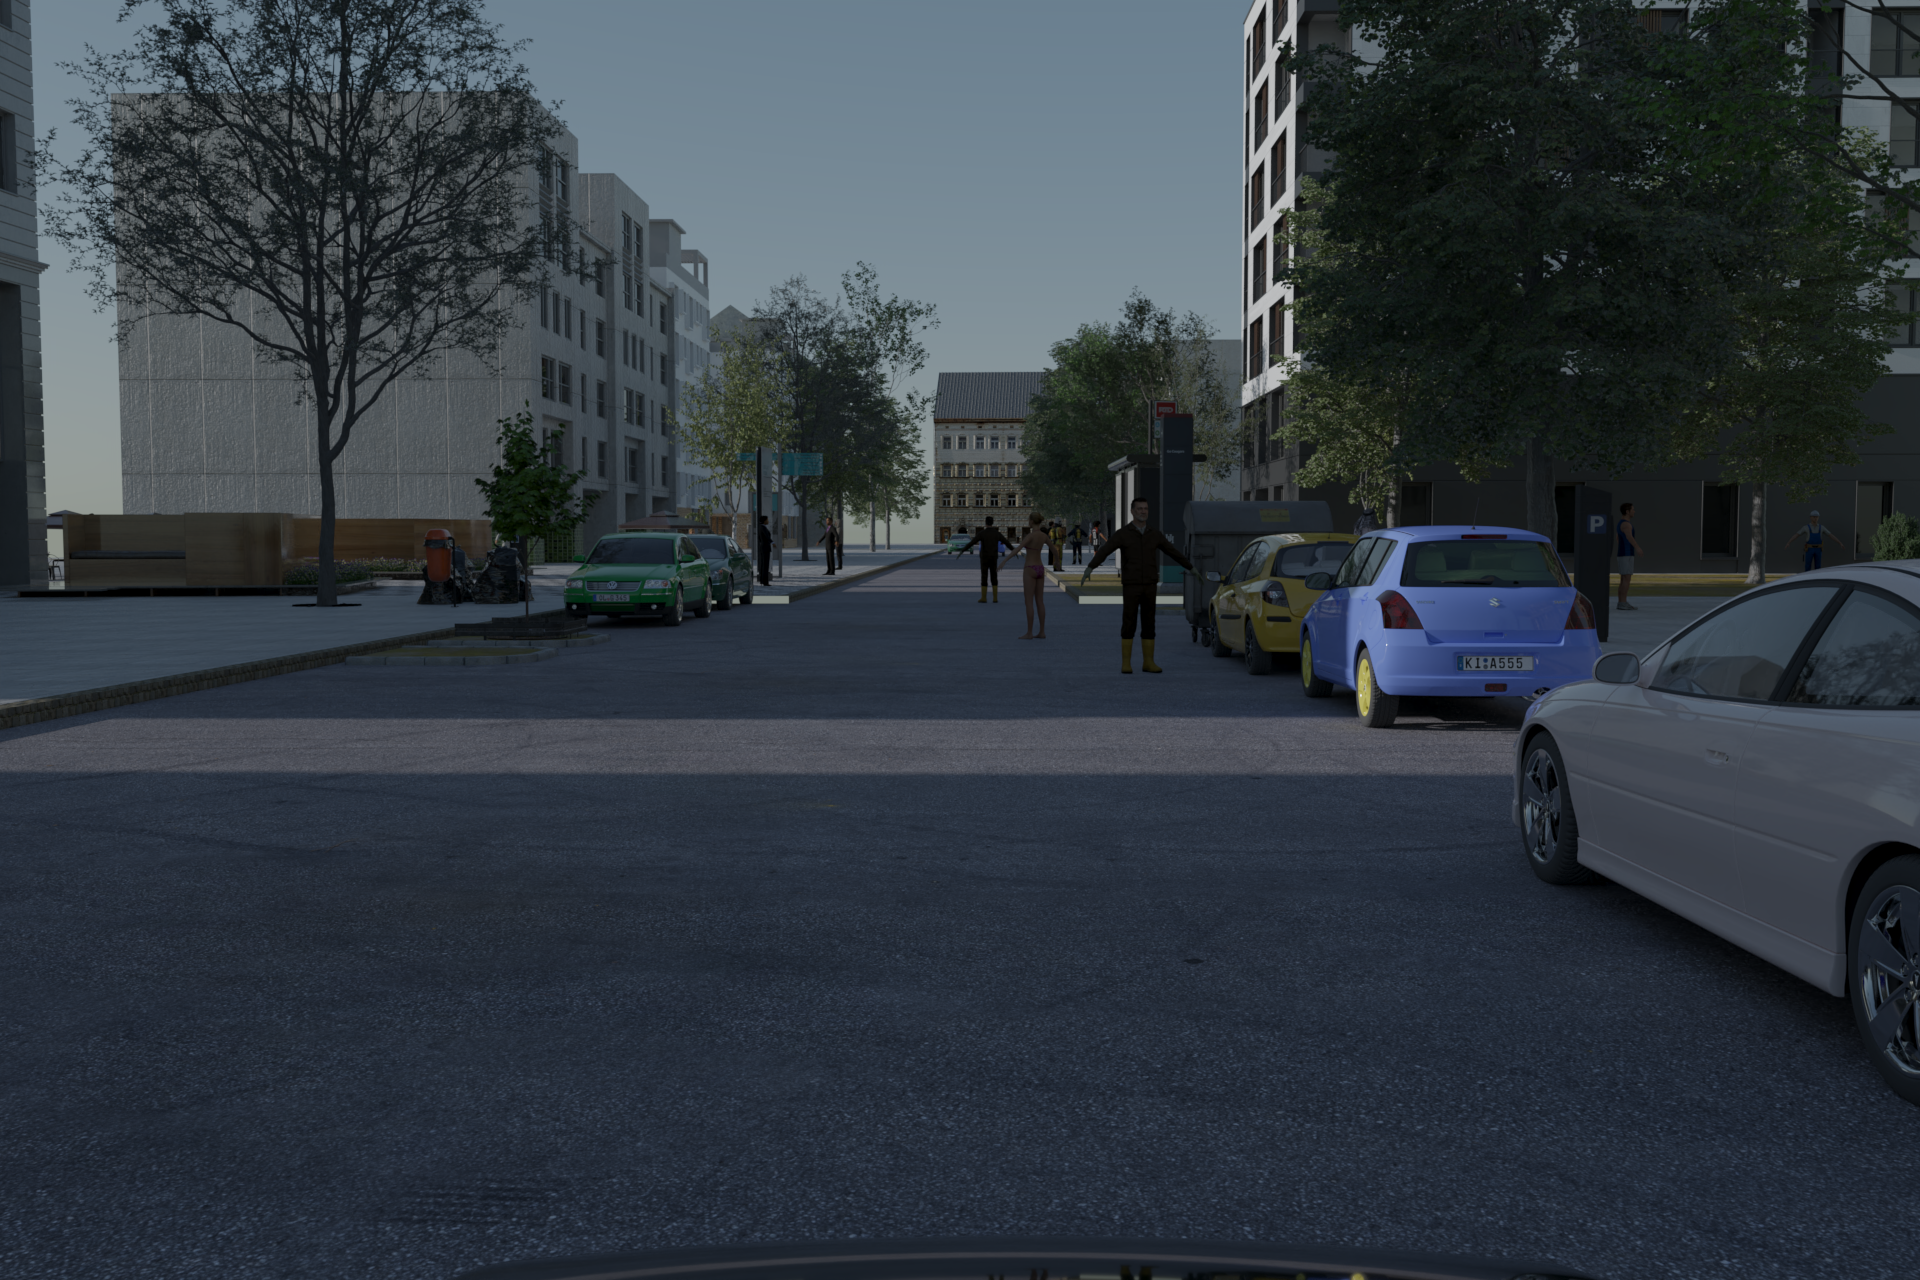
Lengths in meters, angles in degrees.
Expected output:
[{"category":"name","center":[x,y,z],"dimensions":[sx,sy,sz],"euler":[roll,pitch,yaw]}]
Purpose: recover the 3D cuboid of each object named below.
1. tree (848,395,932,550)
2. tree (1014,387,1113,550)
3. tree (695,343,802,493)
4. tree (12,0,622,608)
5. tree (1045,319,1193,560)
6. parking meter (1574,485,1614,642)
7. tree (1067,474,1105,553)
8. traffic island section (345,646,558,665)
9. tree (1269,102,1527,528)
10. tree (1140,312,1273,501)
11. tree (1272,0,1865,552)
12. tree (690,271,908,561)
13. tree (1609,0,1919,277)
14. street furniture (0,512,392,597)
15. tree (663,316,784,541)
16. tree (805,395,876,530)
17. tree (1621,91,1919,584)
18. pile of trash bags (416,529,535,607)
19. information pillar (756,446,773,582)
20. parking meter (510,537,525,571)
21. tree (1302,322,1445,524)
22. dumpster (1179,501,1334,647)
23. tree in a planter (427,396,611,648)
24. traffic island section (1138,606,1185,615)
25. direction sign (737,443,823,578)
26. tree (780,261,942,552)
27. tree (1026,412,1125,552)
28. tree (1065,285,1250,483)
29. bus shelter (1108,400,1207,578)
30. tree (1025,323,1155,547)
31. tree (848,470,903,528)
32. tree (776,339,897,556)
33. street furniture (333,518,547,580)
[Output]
[{"category":"tree","center":[-6.321,-13.697,142.070],"dimensions":[7.486,12.596,7.792],"euler":[0,3,0]},{"category":"tree","center":[8.902,-14.400,142.099],"dimensions":[9.857,13.997,8.962],"euler":[0,3,0]},{"category":"tree","center":[-7.814,-7.077,66.072],"dimensions":[4.737,8.622,4.395],"euler":[0,3,0]},{"category":"tree","center":[-11.066,-7.334,30.284],"dimensions":[12.009,13.543,11.850],"euler":[0,3,0]},{"category":"tree","center":[7.753,-9.732,84.880],"dimensions":[9.928,11.665,9.643],"euler":[0,3,0]},{"category":"parking meter","center":[7.533,-0.911,20.600],"dimensions":[0.399,1.863,0.255],"euler":[0,4,1]},{"category":"tree","center":[8.810,-10.215,117.374],"dimensions":[4.737,8.622,4.395],"euler":[0,3,0]},{"category":"traffic island section","center":[-5.720,0.182,19.886],"dimensions":[1.991,0.108,1.994],"euler":[0,4,1]},{"category":"tree","center":[11.551,-7.716,44.284],"dimensions":[7.486,12.596,7.792],"euler":[0,3,0]},{"category":"tree","center":[7.674,-6.584,58.008],"dimensions":[4.360,8.622,3.978],"euler":[0,3,0]},{"category":"tree","center":[10.005,-7.508,29.411],"dimensions":[9.857,13.997,8.962],"euler":[0,3,0]},{"category":"tree","center":[-7.480,-10.489,81.868],"dimensions":[12.009,13.543,11.850],"euler":[0,3,0]},{"category":"tree","center":[9.402,-5.449,14.843],"dimensions":[9.928,11.665,9.643],"euler":[0,3,0]},{"category":"street furniture","center":[-15.701,-1.968,39.033],"dimensions":[9.812,1.723,11.010],"euler":[-1,4,-10]},{"category":"tree","center":[-7.783,-6.637,58.883],"dimensions":[4.737,8.622,4.395],"euler":[0,3,0]},{"category":"tree","center":[-6.796,-8.699,92.597],"dimensions":[4.737,8.622,4.395],"euler":[0,3,0]},{"category":"tree","center":[20.807,-7.763,45.050],"dimensions":[7.486,12.596,7.792],"euler":[0,3,0]},{"category":"pile of trash bags","center":[-9.065,-1.346,31.763],"dimensions":[1.912,1.369,3.447],"euler":[0,4,1]},{"category":"information pillar","center":[-5.330,-3.419,47.212],"dimensions":[0.184,3.620,1.656],"euler":[0,4,3]},{"category":"parking meter","center":[-9.096,-1.663,35.607],"dimensions":[0.372,1.533,0.369],"euler":[0,3,0]},{"category":"tree","center":[12.226,-6.145,50.828],"dimensions":[4.737,8.622,4.395],"euler":[0,3,0]},{"category":"dumpster","center":[3.817,-0.867,22.387],"dimensions":[1.865,1.857,1.264],"euler":[0,4,0]},{"category":"tree in a planter","center":[-5.691,-1.556,22.661],"dimensions":[1.991,3.239,1.994],"euler":[0,4,2]},{"category":"traffic island section","center":[4.206,-0.528,31.505],"dimensions":[1.991,0.108,1.994],"euler":[0,4,2]},{"category":"direction sign","center":[-5.279,-3.834,51.441],"dimensions":[2.525,3.948,1.411],"euler":[0,4,1]},{"category":"tree","center":[-7.274,-16.337,122.992],"dimensions":[12.611,20.169,13.585],"euler":[0,3,0]},{"category":"tree","center":[8.803,-11.759,126.666],"dimensions":[8.767,10.594,7.601],"euler":[-2,4,-26]},{"category":"tree","center":[7.411,-8.012,65.405],"dimensions":[7.601,10.594,8.767],"euler":[1,4,10]},{"category":"bus shelter","center":[5.446,-4.400,49.576],"dimensions":[2.179,5.291,8.768],"euler":[0,4,0]},{"category":"tree","center":[8.566,-12.044,103.569],"dimensions":[9.857,13.997,8.962],"euler":[0,3,0]},{"category":"tree","center":[-11.046,-19.018,229.065],"dimensions":[7.486,12.596,7.792],"euler":[0,3,0]},{"category":"tree","center":[-7.153,-11.177,100.872],"dimensions":[7.486,12.596,7.792],"euler":[0,3,0]},{"category":"street furniture","center":[-16.625,-2.669,50.492],"dimensions":[11.010,1.723,9.812],"euler":[1,4,10]}]
